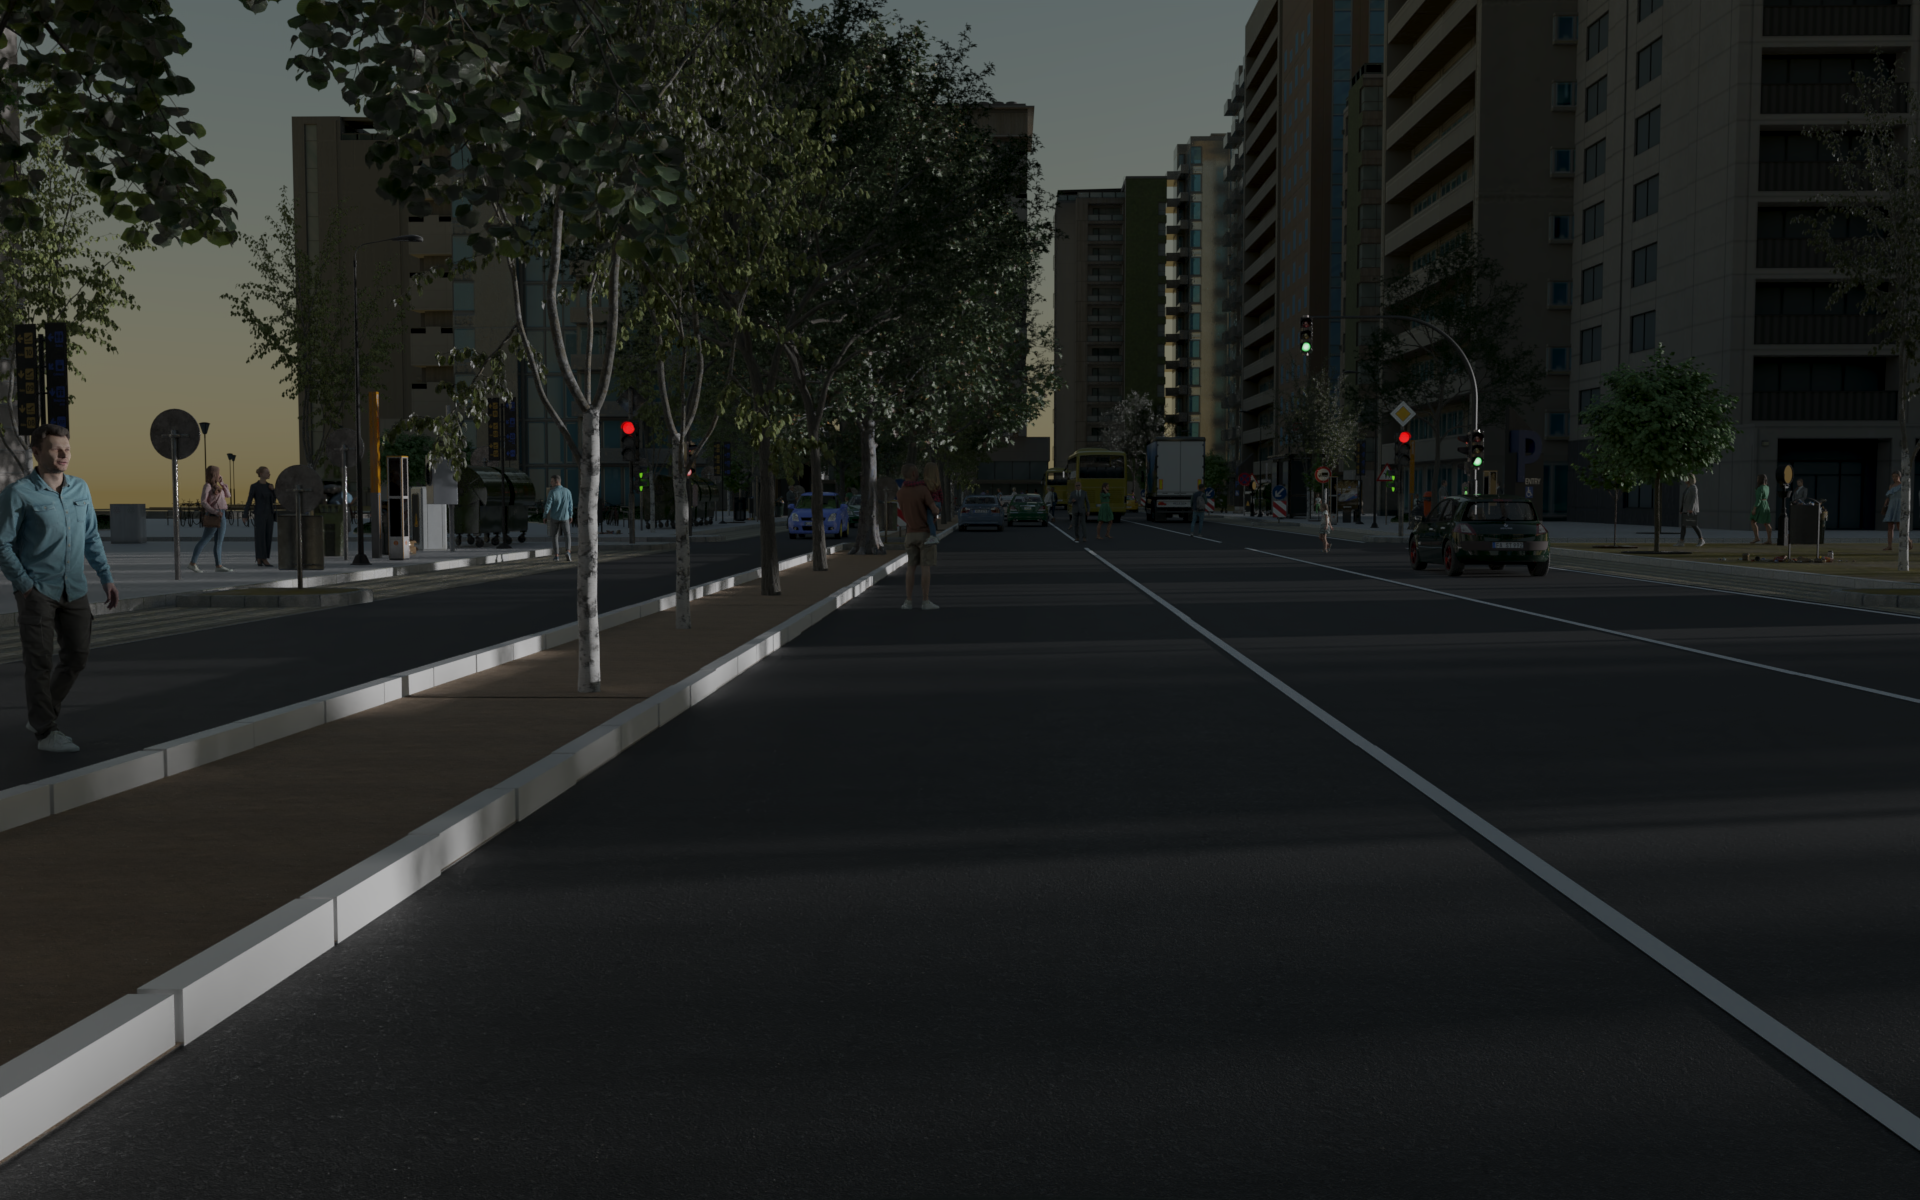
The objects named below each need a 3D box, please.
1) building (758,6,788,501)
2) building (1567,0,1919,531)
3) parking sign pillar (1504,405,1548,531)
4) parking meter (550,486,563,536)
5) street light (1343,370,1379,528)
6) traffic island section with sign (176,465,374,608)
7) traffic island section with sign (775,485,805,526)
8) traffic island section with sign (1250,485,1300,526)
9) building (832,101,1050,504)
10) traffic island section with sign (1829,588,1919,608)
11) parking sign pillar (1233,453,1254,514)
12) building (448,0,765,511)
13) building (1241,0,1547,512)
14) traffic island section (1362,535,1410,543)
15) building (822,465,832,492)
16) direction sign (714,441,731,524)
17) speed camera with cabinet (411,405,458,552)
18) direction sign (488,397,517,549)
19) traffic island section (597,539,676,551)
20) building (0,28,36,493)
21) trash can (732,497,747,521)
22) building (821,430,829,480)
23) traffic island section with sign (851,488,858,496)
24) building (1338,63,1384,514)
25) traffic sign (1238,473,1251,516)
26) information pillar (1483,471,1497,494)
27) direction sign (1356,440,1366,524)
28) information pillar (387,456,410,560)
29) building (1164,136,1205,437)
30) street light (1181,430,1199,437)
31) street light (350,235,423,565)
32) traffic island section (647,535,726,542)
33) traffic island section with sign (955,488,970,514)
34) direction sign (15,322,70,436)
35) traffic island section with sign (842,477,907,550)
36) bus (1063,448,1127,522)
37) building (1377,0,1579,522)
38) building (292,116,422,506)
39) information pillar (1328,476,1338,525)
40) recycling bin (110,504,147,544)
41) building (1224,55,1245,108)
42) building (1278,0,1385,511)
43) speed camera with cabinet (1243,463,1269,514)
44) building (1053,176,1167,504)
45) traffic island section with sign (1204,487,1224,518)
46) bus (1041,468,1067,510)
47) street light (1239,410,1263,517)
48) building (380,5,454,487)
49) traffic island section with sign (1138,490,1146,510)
[{"bbox_3d":[-25.096,-44.623,167.834,20.563,71.187,20.611,0,4,2],"label":"building"},{"bbox_3d":[38.067,-38.506,67.824,20.611,71.187,20.563,0,4,2],"label":"building"},{"bbox_3d":[17.227,-3.940,52.888,1.447,3.967,1.447,-2,4,-33],"label":"parking sign pillar"},{"bbox_3d":[-12.474,-2.757,53.494,0.372,1.533,0.369,0,3,0],"label":"parking meter"},{"bbox_3d":[15.105,-5.668,65.208,1.470,5.913,1.316,0,4,2],"label":"street light"},{"bbox_3d":[-8.831,-0.857,22.642,1.989,1.847,2.006,0,4,2],"label":"traffic island section with sign"},{"bbox_3d":[-7.272,-4.231,77.801,1.989,1.847,2.006,0,4,2],"label":"traffic island section with sign"},{"bbox_3d":[14.043,-4.205,77.381,1.989,1.847,2.006,0,4,2],"label":"traffic island section with sign"},{"bbox_3d":[-1.831,-39.374,233.000,27.495,52.752,28.713,0,4,2],"label":"building"},{"bbox_3d":[12.497,-0.845,22.444,1.989,1.847,2.006,0,4,2],"label":"traffic island section with sign"},{"bbox_3d":[18.669,-7.666,113.803,1.447,3.967,1.447,-3,4,-37],"label":"parking sign pillar"},{"bbox_3d":[-28.184,-32.018,143.101,23.786,49.044,30.456,0,4,2],"label":"building"},{"bbox_3d":[37.055,-32.352,152.664,21.300,48.544,21.600,0,4,2],"label":"building"},{"bbox_3d":[13.334,-1.836,52.306,2.009,0.180,2.903,0,4,2],"label":"traffic island section"},{"bbox_3d":[-29.360,-39.402,233.468,27.495,52.752,28.713,0,4,2],"label":"building"},{"bbox_3d":[-10.250,-5.059,74.715,0.876,3.537,0.379,2,4,28],"label":"direction sign"},{"bbox_3d":[-11.920,-2.745,39.217,0.660,3.252,2.038,-2,4,-31],"label":"speed camera with cabinet"},{"bbox_3d":[-10.717,-2.973,40.611,0.876,3.537,0.379,2,4,30],"label":"direction sign"},{"bbox_3d":[-8.524,-1.386,44.937,2.009,0.180,2.903,0,4,2],"label":"traffic island section"},{"bbox_3d":[-31.138,-11.520,30.151,24.055,21.916,13.314,0,4,2],"label":"building"},{"bbox_3d":[-10.355,-4.267,81.412,0.748,1.137,0.748,0,3,0],"label":"trash can"},{"bbox_3d":[-21.663,-25.541,189.290,14.107,30.474,14.160,0,4,2],"label":"building"},{"bbox_3d":[-6.490,-5.906,105.186,1.989,1.847,2.006,0,4,2],"label":"traffic island section with sign"},{"bbox_3d":[33.319,-21.282,119.657,14.160,30.474,14.107,0,4,2],"label":"building"},{"bbox_3d":[16.953,-6.306,103.207,0.768,2.556,0.104,1,4,10],"label":"traffic sign"},{"bbox_3d":[16.676,-3.060,54.519,0.304,2.012,0.304,-1,4,-23],"label":"information pillar"},{"bbox_3d":[16.984,-4.983,73.461,0.379,3.537,0.876,-1,4,-12],"label":"direction sign"},{"bbox_3d":[-10.884,-1.778,33.555,0.304,2.012,0.304,0,4,4],"label":"information pillar"},{"bbox_3d":[42.107,-37.287,229.243,30.456,49.044,23.786,0,4,2],"label":"building"},{"bbox_3d":[16.853,-9.417,126.509,1.470,5.913,1.316,0,4,2],"label":"street light"},{"bbox_3d":[-10.316,-3.587,31.195,1.470,5.913,1.316,0,4,2],"label":"street light"},{"bbox_3d":[-8.299,-1.874,52.919,2.009,0.180,2.903,0,4,2],"label":"traffic island section"},{"bbox_3d":[0.351,-7.301,127.500,2.006,1.907,1.989,0,4,2],"label":"traffic island section with sign"},{"bbox_3d":[-12.184,-1.899,23.051,0.876,3.537,0.379,1,4,21],"label":"direction sign"},{"bbox_3d":[-1.978,-2.254,44.987,2.006,1.907,1.989,0,4,2],"label":"traffic island section with sign"},{"bbox_3d":[7.114,-6.121,91.620,2.896,3.916,12.252,0,4,1],"label":"bus"},{"bbox_3d":[34.839,-28.486,89.449,21.300,48.544,21.600,0,4,2],"label":"building"},{"bbox_3d":[-63.464,-31.004,190.509,14.086,41.232,14.154,0,4,2],"label":"building"},{"bbox_3d":[15.444,-4.114,71.754,0.304,2.012,0.304,0,4,-5],"label":"information pillar"},{"bbox_3d":[-21.672,-1.992,45.129,0.722,1.027,0.722,-1,4,-12],"label":"recycling bin"},{"bbox_3d":[39.213,-34.211,178.962,23.786,49.044,30.456,0,4,2],"label":"building"},{"bbox_3d":[32.865,-29.607,134.191,14.600,45.320,14.200,0,4,2],"label":"building"},{"bbox_3d":[18.875,-7.076,110.036,0.660,3.252,2.038,-2,4,-31],"label":"speed camera with cabinet"},{"bbox_3d":[19.275,-33.125,225.189,14.086,41.232,14.154,0,4,2],"label":"building"},{"bbox_3d":[14.816,-5.853,104.325,1.989,1.847,2.006,0,4,2],"label":"traffic island section with sign"},{"bbox_3d":[9.056,-10.346,160.705,2.896,3.916,12.252,0,4,2],"label":"bus"},{"bbox_3d":[16.121,-7.555,96.059,1.470,5.913,1.316,0,4,2],"label":"street light"},{"bbox_3d":[-42.720,-36.259,182.076,27.495,52.752,28.713,0,4,2],"label":"building"},{"bbox_3d":[16.203,-8.893,154.020,1.989,1.847,2.006,0,4,2],"label":"traffic island section with sign"}]
